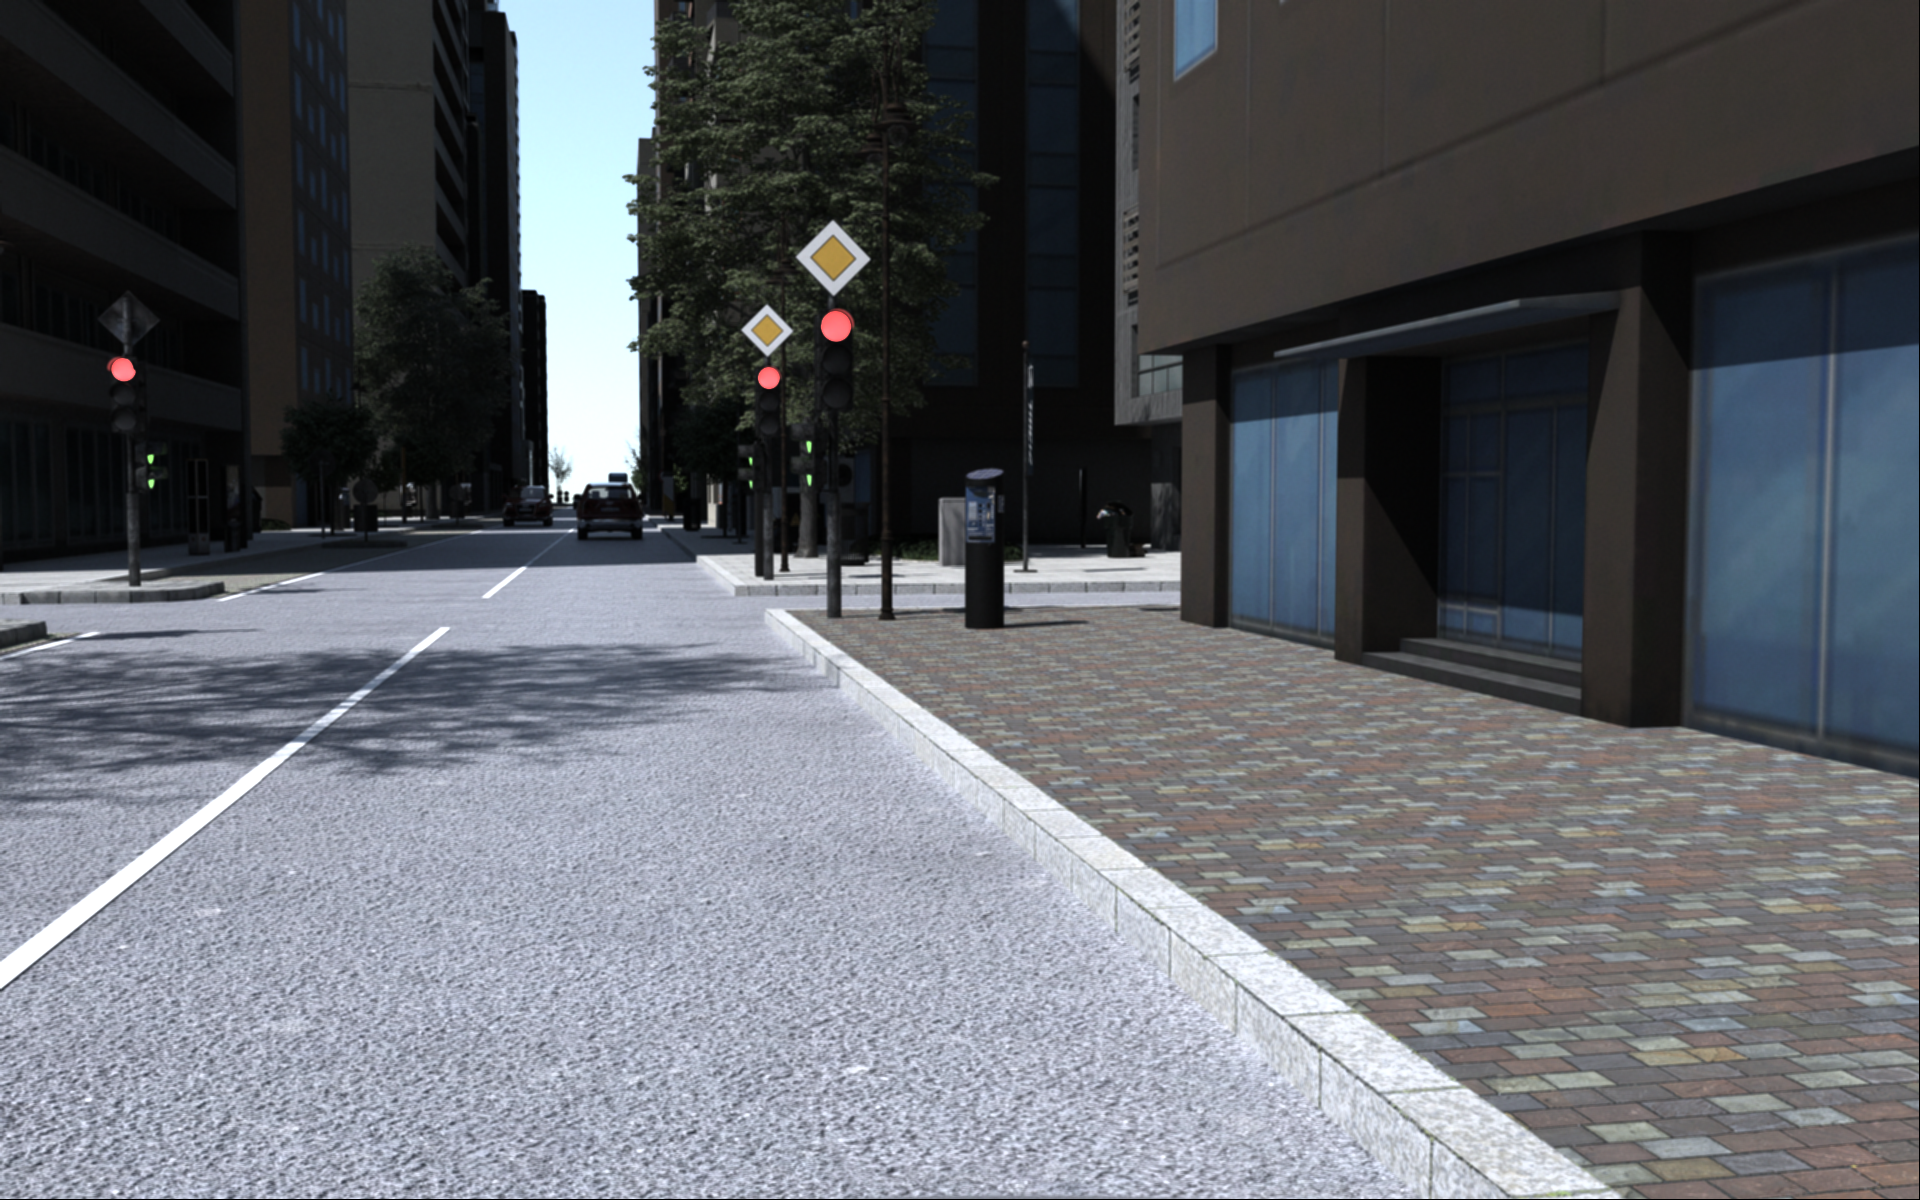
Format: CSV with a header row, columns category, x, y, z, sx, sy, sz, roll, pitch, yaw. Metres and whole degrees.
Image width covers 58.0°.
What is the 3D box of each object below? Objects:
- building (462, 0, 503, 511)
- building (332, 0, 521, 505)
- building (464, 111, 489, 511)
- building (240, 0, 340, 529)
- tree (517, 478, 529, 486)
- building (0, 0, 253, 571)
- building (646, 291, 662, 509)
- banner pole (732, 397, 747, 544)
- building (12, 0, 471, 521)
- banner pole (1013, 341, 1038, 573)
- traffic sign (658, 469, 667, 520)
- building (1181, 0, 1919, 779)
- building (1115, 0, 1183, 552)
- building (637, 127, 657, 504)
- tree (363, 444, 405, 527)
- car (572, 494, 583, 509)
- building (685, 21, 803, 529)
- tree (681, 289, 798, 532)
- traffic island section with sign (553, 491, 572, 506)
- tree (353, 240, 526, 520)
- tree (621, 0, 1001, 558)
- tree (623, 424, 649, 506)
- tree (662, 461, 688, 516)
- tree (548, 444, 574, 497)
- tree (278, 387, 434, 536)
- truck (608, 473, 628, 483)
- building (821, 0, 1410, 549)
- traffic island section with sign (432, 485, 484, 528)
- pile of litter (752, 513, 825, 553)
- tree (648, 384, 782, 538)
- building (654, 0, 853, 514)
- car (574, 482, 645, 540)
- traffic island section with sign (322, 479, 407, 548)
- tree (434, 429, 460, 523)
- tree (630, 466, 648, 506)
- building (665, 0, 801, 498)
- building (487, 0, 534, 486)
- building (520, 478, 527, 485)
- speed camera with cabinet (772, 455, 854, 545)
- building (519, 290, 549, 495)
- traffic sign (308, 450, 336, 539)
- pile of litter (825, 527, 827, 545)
category,x,y,z,sx,sy,sz,roll,pitch,yaw
building,-48.254,-42.893,139.551,20.563,71.187,20.611,-1,4,-11
building,-47.866,-31.075,158.181,14.600,45.320,14.200,-1,4,-11
building,-41.837,-21.572,124.396,14.160,30.474,14.107,-1,4,-11
building,-32.276,-25.533,67.574,14.600,45.320,14.200,-1,4,-11
tree,-44.104,-10.923,173.199,1.663,3.219,1.824,0,3,0
building,-28.242,-25.140,34.744,21.300,48.544,21.600,-1,4,-11
building,-14.966,-19.385,161.986,27.650,21.520,28.899,-1,4,-11
banner pole,-5.750,-3.360,44.955,0.401,3.779,0.863,-1,4,-12
building,-41.976,-29.441,105.067,21.300,48.544,21.600,-1,4,-11
banner pole,1.112,-2.331,28.130,0.401,3.779,0.863,-1,4,-9
traffic sign,-14.498,-5.213,85.338,0.768,2.556,0.104,-1,4,-10
building,9.956,-22.065,10.866,14.600,45.320,14.200,-1,4,-11
building,11.662,-21.425,33.900,14.086,41.232,14.154,-1,4,-11
building,-31.100,-36.870,226.531,21.300,48.544,21.600,-1,4,-11
tree,-22.263,-4.444,67.254,1.663,3.219,1.824,0,3,0
car,-35.539,-9.378,163.123,2.009,1.686,4.222,-1,4,-11
building,1.847,-14.394,80.388,27.650,21.520,28.899,-1,4,-11
tree,-7.666,-6.644,58.997,4.737,8.622,4.395,0,3,0
traffic island section with sign,-46.878,-11.905,203.272,1.989,1.847,2.006,-1,4,-11
tree,-26.630,-11.029,86.973,9.857,13.997,8.962,0,3,0
tree,-3.097,-7.147,34.976,7.486,12.596,7.792,0,3,0
tree,-32.960,-14.132,181.415,4.360,8.622,3.978,0,3,0
tree,-16.731,-6.508,101.008,1.663,3.219,1.824,0,3,0
tree,-58.673,-18.560,253.812,4.360,8.622,3.978,0,3,0
tree,-19.370,-4.251,53.215,4.285,4.588,4.351,0,3,0
truck,-42.423,-13.759,214.725,2.967,4.110,18.799,-1,4,-11
building,3.038,-24.448,49.835,14.600,45.320,14.200,-1,4,-11
traffic island section with sign,-21.159,-3.938,73.007,1.989,1.847,2.006,-1,4,-11
pile of litter,-3.936,-1.487,38.277,1.176,0.858,1.719,-2,4,-30
tree,-6.872,-4.123,51.117,4.285,4.588,4.351,0,3,0
building,-17.038,-29.845,138.079,14.600,45.320,14.200,-1,4,-11
car,-11.362,-2.903,56.139,2.281,1.827,5.304,-1,4,-12
traffic island section with sign,-15.920,-2.311,46.409,1.989,1.847,2.006,-1,4,-11
tree,-24.293,-5.764,77.962,4.285,4.588,4.351,0,3,0
tree,-34.477,-12.584,189.463,4.285,4.588,4.351,0,3,0
building,-8.561,-28.319,117.635,22.147,44.769,28.867,-1,4,-11
building,-64.880,-55.227,215.636,22.319,86.520,31.000,-1,4,-11
building,-64.421,-30.415,189.167,32.217,40.220,23.993,-1,4,-11
speed camera with cabinet,-3.529,-2.863,41.154,2.038,3.252,0.660,-2,4,-33
building,-64.713,-28.662,240.323,14.160,30.474,14.107,-1,4,-11
traffic sign,-18.290,-3.032,49.681,0.768,2.556,0.104,0,4,-6
pile of litter,-3.853,-1.820,43.721,1.719,0.858,1.176,-1,4,-15
